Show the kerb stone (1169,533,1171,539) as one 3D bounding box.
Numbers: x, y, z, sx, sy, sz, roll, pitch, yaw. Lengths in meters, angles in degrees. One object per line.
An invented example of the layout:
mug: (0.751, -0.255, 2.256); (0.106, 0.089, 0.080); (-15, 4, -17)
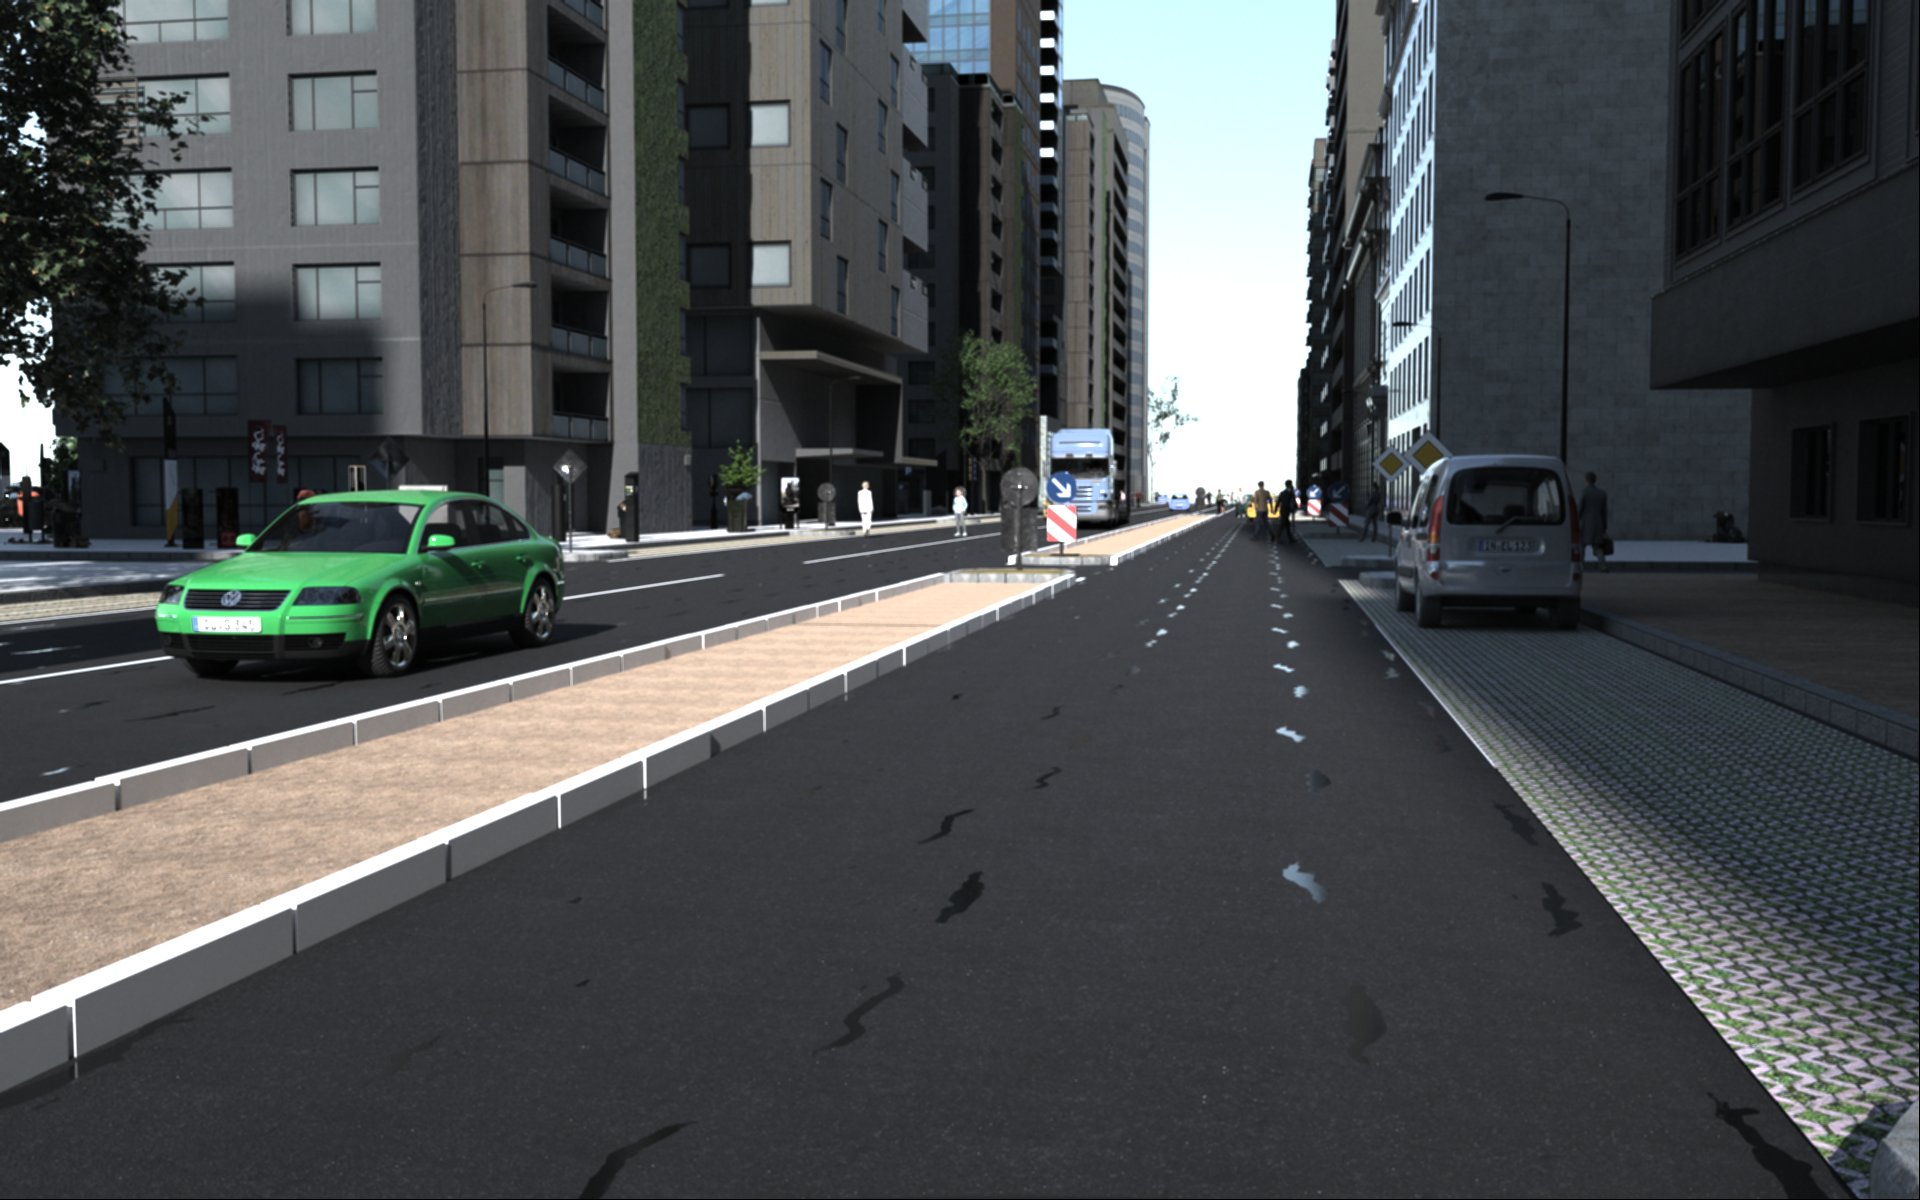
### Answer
kerb stone: (6.424, -1.944, 53.972); (0.120, 0.150, 1.000); (1, 4, 10)

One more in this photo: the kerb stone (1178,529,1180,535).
kerb stone: (7.317, -2.251, 59.006); (0.120, 0.150, 1.000); (1, 4, 10)

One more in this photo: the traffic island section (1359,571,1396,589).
traffic island section: (7.346, -0.302, 27.226); (2.009, 0.180, 2.903); (1, 4, 10)

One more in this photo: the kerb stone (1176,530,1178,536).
kerb stone: (7.137, -2.188, 58.000); (0.120, 0.150, 1.000); (1, 4, 10)

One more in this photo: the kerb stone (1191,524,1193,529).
kerb stone: (9.098, -2.868, 69.083); (0.120, 0.150, 1.000); (1, 4, 10)

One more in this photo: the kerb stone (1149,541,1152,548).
kerb stone: (4.832, -1.388, 44.897); (0.120, 0.150, 1.000); (1, 4, 10)

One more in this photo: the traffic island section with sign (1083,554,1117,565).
traffic island section with sign: (2.183, -1.698, 35.897); (2.006, 1.907, 1.989); (1, 4, 10)

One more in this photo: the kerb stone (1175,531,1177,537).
kerb stone: (6.963, -2.128, 56.993); (0.120, 0.150, 1.000); (1, 4, 10)

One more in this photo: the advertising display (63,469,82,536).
advertising display: (-22.612, -2.381, 44.147); (0.123, 1.923, 0.974); (-1, 4, -9)

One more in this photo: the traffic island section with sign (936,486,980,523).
traffic island section with sign: (-0.030, -4.771, 86.632); (1.989, 1.847, 2.006); (1, 4, 10)

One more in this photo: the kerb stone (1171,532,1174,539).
kerb stone: (6.611, -2.003, 54.978); (0.120, 0.150, 1.000); (1, 4, 10)

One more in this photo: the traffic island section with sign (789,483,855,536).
traffic island section with sign: (-4.714, -3.147, 60.086); (1.989, 1.847, 2.006); (1, 4, 10)

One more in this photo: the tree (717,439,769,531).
tree: (-7.760, -4.040, 60.658); (1.663, 3.219, 1.824); (0, 3, 0)

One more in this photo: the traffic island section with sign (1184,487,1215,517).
traffic island section with sign: (15.220, -6.224, 109.901); (2.006, 1.907, 1.989); (1, 4, 10)

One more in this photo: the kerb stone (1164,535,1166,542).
kerb stone: (5.901, -1.758, 50.936); (0.120, 0.150, 1.000); (1, 4, 10)

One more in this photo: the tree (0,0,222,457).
tree: (-14.132, -6.391, 21.493); (9.611, 12.733, 9.660); (0, 3, 0)

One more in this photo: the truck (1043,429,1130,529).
truck: (5.974, -5.360, 77.387); (2.967, 4.110, 18.799); (1, 4, 8)

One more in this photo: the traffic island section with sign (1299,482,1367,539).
traffic island section with sign: (12.084, -2.892, 55.916); (1.989, 1.847, 2.006); (1, 4, 10)

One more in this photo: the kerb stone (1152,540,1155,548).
kerb stone: (5.006, -1.450, 45.903); (0.120, 0.150, 1.000); (1, 4, 10)

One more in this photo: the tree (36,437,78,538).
tree: (-26.398, -3.452, 51.044); (1.663, 3.219, 1.824); (0, 3, 0)

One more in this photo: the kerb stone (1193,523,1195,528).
kerb stone: (9.456, -2.988, 71.100); (0.120, 0.150, 1.000); (1, 4, 10)

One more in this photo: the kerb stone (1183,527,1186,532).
kerb stone: (8.036, -2.498, 63.042); (0.120, 0.150, 1.000); (1, 4, 10)

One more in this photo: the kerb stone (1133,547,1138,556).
kerb stone: (3.946, -1.080, 39.852); (0.120, 0.150, 1.000); (1, 4, 10)

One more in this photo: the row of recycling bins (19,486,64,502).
row of recycling bins: (-52.963, -5.701, 100.317); (1.069, 1.692, 3.534); (0, 4, 5)

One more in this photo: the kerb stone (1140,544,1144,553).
kerb stone: (4.295, -1.203, 41.866); (0.120, 0.150, 1.000); (1, 4, 10)

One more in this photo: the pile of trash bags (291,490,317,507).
pile of trash bags: (-35.417, -4.973, 91.062); (1.912, 1.369, 3.447); (1, 4, 12)

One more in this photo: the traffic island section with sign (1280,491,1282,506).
traffic island section with sign: (25.745, -7.631, 133.397); (1.989, 1.847, 2.006); (1, 4, 10)

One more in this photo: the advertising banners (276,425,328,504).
advertising banners: (-17.040, -2.971, 44.762); (0.090, 3.025, 2.074); (1, 4, 17)

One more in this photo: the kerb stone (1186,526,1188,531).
kerb stone: (8.394, -2.621, 65.054); (0.120, 0.150, 1.000); (1, 4, 10)

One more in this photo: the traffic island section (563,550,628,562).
traffic island section: (-8.592, -0.970, 38.139); (2.009, 0.180, 2.903); (1, 4, 10)

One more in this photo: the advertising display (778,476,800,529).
advertising display: (-6.220, -3.541, 63.117); (0.123, 1.923, 0.974); (3, 5, 41)

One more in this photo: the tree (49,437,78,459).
tree: (-36.649, -5.486, 73.417); (4.285, 4.588, 4.351); (0, 3, 0)

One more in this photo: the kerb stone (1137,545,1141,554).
kerb stone: (4.120, -1.141, 40.859); (0.120, 0.150, 1.000); (1, 4, 10)

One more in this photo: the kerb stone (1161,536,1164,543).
kerb stone: (5.725, -1.696, 49.929); (0.120, 0.150, 1.000); (1, 4, 10)

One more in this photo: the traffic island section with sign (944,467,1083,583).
traffic island section with sign: (0.887, -1.252, 28.604); (2.006, 1.907, 1.989); (1, 4, 10)

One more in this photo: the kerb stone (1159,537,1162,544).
kerb stone: (5.540, -1.635, 48.924); (0.120, 0.150, 1.000); (1, 4, 10)

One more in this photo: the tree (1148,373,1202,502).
tree: (31.184, -25.246, 268.662); (12.611, 20.169, 13.585); (0, 3, 0)

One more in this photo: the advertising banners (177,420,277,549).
advertising banners: (-17.252, -2.721, 40.681); (2.074, 3.025, 0.090); (-1, 4, -23)

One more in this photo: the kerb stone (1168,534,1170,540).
kerb stone: (6.254, -1.881, 52.954); (0.120, 0.150, 1.000); (1, 4, 10)

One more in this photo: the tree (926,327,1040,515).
tree: (1.412, -11.197, 108.822); (9.928, 11.665, 9.643); (0, 3, 0)

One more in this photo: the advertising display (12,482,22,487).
advertising display: (-50.254, -5.329, 92.350); (0.974, 1.923, 0.123); (3, 5, 39)

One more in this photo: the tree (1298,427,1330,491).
tree: (39.347, -14.773, 191.908); (4.360, 8.622, 3.978); (0, 3, 0)

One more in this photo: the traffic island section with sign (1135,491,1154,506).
traffic island section with sign: (23.041, -12.779, 217.558); (1.989, 1.847, 2.006); (1, 4, 10)

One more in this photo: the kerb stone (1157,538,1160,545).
kerb stone: (5.365, -1.572, 47.918); (0.120, 0.150, 1.000); (1, 4, 10)

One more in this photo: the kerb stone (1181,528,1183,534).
kerb stone: (7.678, -2.375, 61.023); (0.120, 0.150, 1.000); (1, 4, 10)

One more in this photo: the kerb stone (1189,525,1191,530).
kerb stone: (8.749, -2.741, 67.069); (0.120, 0.150, 1.000); (1, 4, 10)

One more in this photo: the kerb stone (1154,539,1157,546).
kerb stone: (5.187, -1.509, 46.911); (0.120, 0.150, 1.000); (1, 4, 10)

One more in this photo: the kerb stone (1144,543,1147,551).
kerb stone: (4.477, -1.265, 42.875); (0.120, 0.150, 1.000); (1, 4, 10)

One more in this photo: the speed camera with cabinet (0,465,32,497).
speed camera with cabinet: (-63.613, -7.495, 116.879); (2.038, 3.252, 0.660); (1, 4, 20)

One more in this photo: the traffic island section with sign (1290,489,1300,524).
traffic island section with sign: (16.970, -4.588, 83.647); (1.989, 1.847, 2.006); (1, 4, 10)

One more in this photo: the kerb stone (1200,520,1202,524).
kerb stone: (10.873, -3.485, 79.177); (0.120, 0.150, 1.000); (1, 4, 10)

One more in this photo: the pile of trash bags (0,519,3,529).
pile of trash bags: (-35.571, -3.368, 64.821); (3.447, 1.369, 1.912); (3, 5, 40)

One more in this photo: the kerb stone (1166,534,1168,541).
kerb stone: (6.071, -1.819, 51.944); (0.120, 0.150, 1.000); (1, 4, 10)

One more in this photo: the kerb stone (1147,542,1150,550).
kerb stone: (4.660, -1.326, 43.889); (0.120, 0.150, 1.000); (1, 4, 10)

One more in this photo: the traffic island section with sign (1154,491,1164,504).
traffic island section with sign: (27.798, -14.428, 244.529); (1.989, 1.847, 2.006); (1, 4, 10)

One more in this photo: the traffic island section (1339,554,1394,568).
traffic island section: (8.732, -0.783, 35.091); (2.009, 0.180, 2.903); (1, 4, 10)

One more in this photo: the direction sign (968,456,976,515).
direction sign: (0.744, -6.860, 104.154); (0.379, 3.537, 0.876); (-2, 4, -31)

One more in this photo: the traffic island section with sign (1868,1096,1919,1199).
traffic island section with sign: (2.713, 0.356, 2.802); (1.989, 1.847, 2.006); (1, 4, 10)
